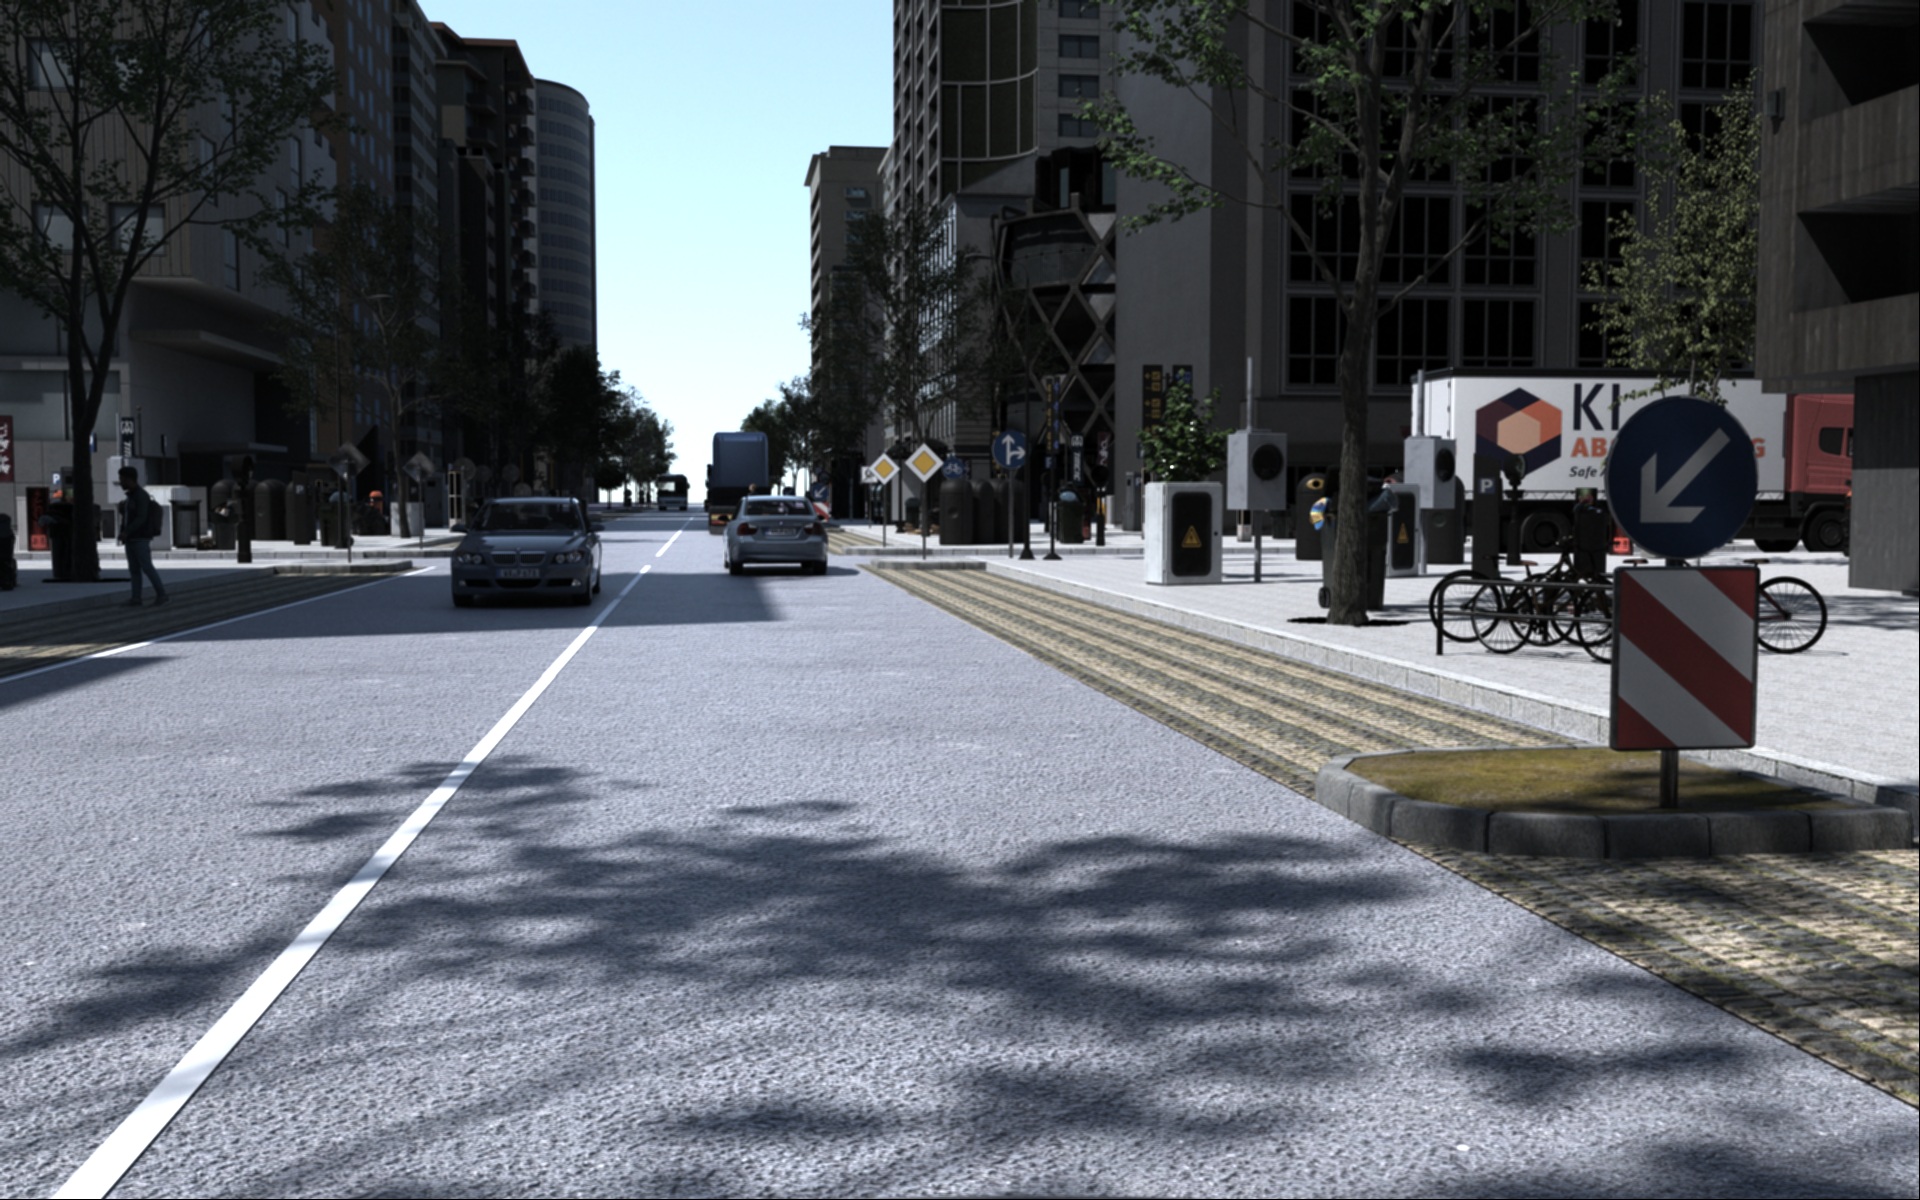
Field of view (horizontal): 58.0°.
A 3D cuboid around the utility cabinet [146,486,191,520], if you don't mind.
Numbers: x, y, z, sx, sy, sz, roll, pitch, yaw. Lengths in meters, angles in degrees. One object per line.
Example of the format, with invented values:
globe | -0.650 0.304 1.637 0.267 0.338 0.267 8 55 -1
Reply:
utility cabinet | -20.832 -2.238 45.265 1.173 1.500 0.318 1 4 9

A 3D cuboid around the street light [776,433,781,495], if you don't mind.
street light | -13.344 -9.799 132.756 1.470 5.913 1.316 0 4 -8

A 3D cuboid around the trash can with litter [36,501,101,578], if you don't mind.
trash can with litter | -13.727 -0.939 26.742 0.624 1.170 1.055 0 4 -6

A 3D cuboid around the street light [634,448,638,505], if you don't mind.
street light | -33.200 -12.392 175.155 1.470 5.913 1.316 0 4 -8

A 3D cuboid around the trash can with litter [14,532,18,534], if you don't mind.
trash can with litter | -30.771 -2.775 56.434 1.678 1.210 2.233 2 4 34

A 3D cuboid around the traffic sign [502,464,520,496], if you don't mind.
traffic sign | -19.016 -4.480 73.353 0.768 2.556 0.104 0 4 -4

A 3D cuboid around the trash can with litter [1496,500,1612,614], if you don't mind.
trash can with litter | 6.646 -0.497 19.178 2.233 1.210 1.678 -2 4 -35

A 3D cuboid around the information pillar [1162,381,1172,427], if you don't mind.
information pillar | 4.064 -2.555 33.124 0.183 3.616 0.504 -3 4 -36

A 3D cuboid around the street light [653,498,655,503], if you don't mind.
street light | -40.641 -15.584 227.346 1.470 5.913 1.316 0 4 -8

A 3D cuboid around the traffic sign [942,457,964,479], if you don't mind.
traffic sign | -0.240 -3.668 60.078 0.768 2.556 0.104 0 4 1

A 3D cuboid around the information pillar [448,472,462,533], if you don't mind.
information pillar | -16.855 -3.264 57.853 0.304 2.012 0.304 2 4 29

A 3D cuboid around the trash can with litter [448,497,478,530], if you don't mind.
trash can with litter | -17.820 -3.100 62.074 0.624 1.170 1.055 2 4 25

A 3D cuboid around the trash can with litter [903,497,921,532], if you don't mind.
trash can with litter | -1.587 -2.896 58.736 0.624 1.170 1.055 0 4 6

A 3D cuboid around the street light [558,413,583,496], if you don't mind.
street light | -22.445 -7.756 99.353 1.470 5.913 1.316 0 4 -8

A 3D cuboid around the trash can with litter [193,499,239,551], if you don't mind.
trash can with litter | -16.971 -1.714 39.414 1.055 1.170 0.624 1 4 13

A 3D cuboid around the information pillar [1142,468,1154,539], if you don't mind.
information pillar | 5.323 -2.726 49.056 0.304 2.012 0.304 1 4 16

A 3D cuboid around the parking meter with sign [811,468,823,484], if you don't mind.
parking meter with sign | -9.451 -7.158 113.286 0.543 3.016 1.738 1 4 10

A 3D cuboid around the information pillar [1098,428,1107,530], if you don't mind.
information pillar | 5.074 -4.316 61.919 0.183 3.616 0.504 -2 4 -25

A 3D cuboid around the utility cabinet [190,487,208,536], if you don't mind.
utility cabinet | -23.462 -2.677 52.450 1.173 1.500 0.318 -3 5 -40

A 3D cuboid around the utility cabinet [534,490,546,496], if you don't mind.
utility cabinet | -25.001 -5.759 102.838 0.318 1.500 1.173 -3 5 -44

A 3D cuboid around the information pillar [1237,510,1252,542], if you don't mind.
information pillar | 7.633 -2.564 46.416 0.304 2.012 0.304 -1 4 -17

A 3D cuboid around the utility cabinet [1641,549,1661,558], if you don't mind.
utility cabinet | 14.051 -1.592 34.705 1.173 1.500 0.318 -3 5 -44

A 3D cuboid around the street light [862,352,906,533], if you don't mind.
street light | -2.497 -5.147 56.700 1.470 5.913 1.316 0 4 -8

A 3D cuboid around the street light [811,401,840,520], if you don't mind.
street light | -6.714 -6.967 86.455 1.470 5.913 1.316 0 4 -8

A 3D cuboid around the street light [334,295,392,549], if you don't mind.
street light | -13.945 -4.156 40.486 1.470 5.913 1.316 0 4 -8

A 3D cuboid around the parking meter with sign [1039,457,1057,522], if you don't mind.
parking meter with sign | 4.003 -5.107 79.768 0.543 3.016 1.738 1 4 15

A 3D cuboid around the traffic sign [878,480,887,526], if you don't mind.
traffic sign | -2.964 -4.226 69.093 0.884 2.594 0.081 0 4 -1

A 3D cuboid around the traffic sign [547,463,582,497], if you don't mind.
traffic sign | -25.891 -7.305 113.316 2.265 3.308 0.079 0 4 -3

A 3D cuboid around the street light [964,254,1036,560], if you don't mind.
street light | 0.776 -3.742 33.720 1.470 5.913 1.316 0 4 -8

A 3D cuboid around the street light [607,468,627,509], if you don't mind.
street light | -28.976 -10.570 145.356 1.470 5.913 1.316 0 4 -8

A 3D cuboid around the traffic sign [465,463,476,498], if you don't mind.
traffic sign | -18.111 -3.872 63.421 0.768 2.556 0.104 0 4 2

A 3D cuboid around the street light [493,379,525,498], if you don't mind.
street light | -18.235 -5.956 69.914 1.470 5.913 1.316 0 4 -8

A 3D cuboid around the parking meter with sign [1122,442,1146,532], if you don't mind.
parking meter with sign | 5.995 -3.842 59.081 0.543 3.016 1.738 -1 4 -16

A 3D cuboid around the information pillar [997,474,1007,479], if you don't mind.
information pillar | 1.568 -3.677 64.617 0.304 2.012 0.304 -1 4 -13

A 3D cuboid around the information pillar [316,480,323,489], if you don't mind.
information pillar | -34.211 -5.387 92.573 0.304 2.012 0.304 0 4 -4

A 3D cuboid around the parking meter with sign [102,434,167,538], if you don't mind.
parking meter with sign | -24.032 -3.310 50.381 1.738 3.016 0.543 -1 4 -19

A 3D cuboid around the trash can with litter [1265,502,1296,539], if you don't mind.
trash can with litter | 9.240 -2.324 49.392 1.055 1.170 0.624 -3 5 -44

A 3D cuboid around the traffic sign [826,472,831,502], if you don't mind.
traffic sign | -7.748 -6.149 100.634 0.768 2.556 0.104 0 4 -6

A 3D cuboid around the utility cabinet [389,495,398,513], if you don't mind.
utility cabinet | -27.289 -4.453 83.961 0.306 1.237 1.020 1 4 10

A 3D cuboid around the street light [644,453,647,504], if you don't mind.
street light | -36.428 -13.784 197.907 1.470 5.913 1.316 0 4 -8

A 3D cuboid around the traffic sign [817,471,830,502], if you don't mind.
traffic sign | -7.507 -5.845 95.669 0.768 2.556 0.104 0 4 0

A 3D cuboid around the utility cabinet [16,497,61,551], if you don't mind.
utility cabinet | -20.849 -1.716 39.226 1.020 1.237 0.306 1 4 20

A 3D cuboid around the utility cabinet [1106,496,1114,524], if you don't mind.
utility cabinet | 6.632 -3.809 73.444 0.306 1.237 1.020 3 5 44

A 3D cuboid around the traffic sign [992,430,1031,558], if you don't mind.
traffic sign | 1.025 -2.112 34.644 0.768 2.556 0.104 0 4 -3

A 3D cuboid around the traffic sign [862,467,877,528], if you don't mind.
traffic sign | -3.370 -3.831 64.772 0.606 2.300 0.079 0 4 -1

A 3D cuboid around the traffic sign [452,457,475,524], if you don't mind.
traffic sign | -17.281 -3.681 60.298 0.768 2.556 0.104 0 4 -3

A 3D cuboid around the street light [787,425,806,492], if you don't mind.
street light | -10.880 -8.768 115.901 1.470 5.913 1.316 0 4 -8

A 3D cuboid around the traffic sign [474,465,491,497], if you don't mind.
traffic sign | -20.895 -4.630 75.802 0.768 2.556 0.104 0 4 -6
